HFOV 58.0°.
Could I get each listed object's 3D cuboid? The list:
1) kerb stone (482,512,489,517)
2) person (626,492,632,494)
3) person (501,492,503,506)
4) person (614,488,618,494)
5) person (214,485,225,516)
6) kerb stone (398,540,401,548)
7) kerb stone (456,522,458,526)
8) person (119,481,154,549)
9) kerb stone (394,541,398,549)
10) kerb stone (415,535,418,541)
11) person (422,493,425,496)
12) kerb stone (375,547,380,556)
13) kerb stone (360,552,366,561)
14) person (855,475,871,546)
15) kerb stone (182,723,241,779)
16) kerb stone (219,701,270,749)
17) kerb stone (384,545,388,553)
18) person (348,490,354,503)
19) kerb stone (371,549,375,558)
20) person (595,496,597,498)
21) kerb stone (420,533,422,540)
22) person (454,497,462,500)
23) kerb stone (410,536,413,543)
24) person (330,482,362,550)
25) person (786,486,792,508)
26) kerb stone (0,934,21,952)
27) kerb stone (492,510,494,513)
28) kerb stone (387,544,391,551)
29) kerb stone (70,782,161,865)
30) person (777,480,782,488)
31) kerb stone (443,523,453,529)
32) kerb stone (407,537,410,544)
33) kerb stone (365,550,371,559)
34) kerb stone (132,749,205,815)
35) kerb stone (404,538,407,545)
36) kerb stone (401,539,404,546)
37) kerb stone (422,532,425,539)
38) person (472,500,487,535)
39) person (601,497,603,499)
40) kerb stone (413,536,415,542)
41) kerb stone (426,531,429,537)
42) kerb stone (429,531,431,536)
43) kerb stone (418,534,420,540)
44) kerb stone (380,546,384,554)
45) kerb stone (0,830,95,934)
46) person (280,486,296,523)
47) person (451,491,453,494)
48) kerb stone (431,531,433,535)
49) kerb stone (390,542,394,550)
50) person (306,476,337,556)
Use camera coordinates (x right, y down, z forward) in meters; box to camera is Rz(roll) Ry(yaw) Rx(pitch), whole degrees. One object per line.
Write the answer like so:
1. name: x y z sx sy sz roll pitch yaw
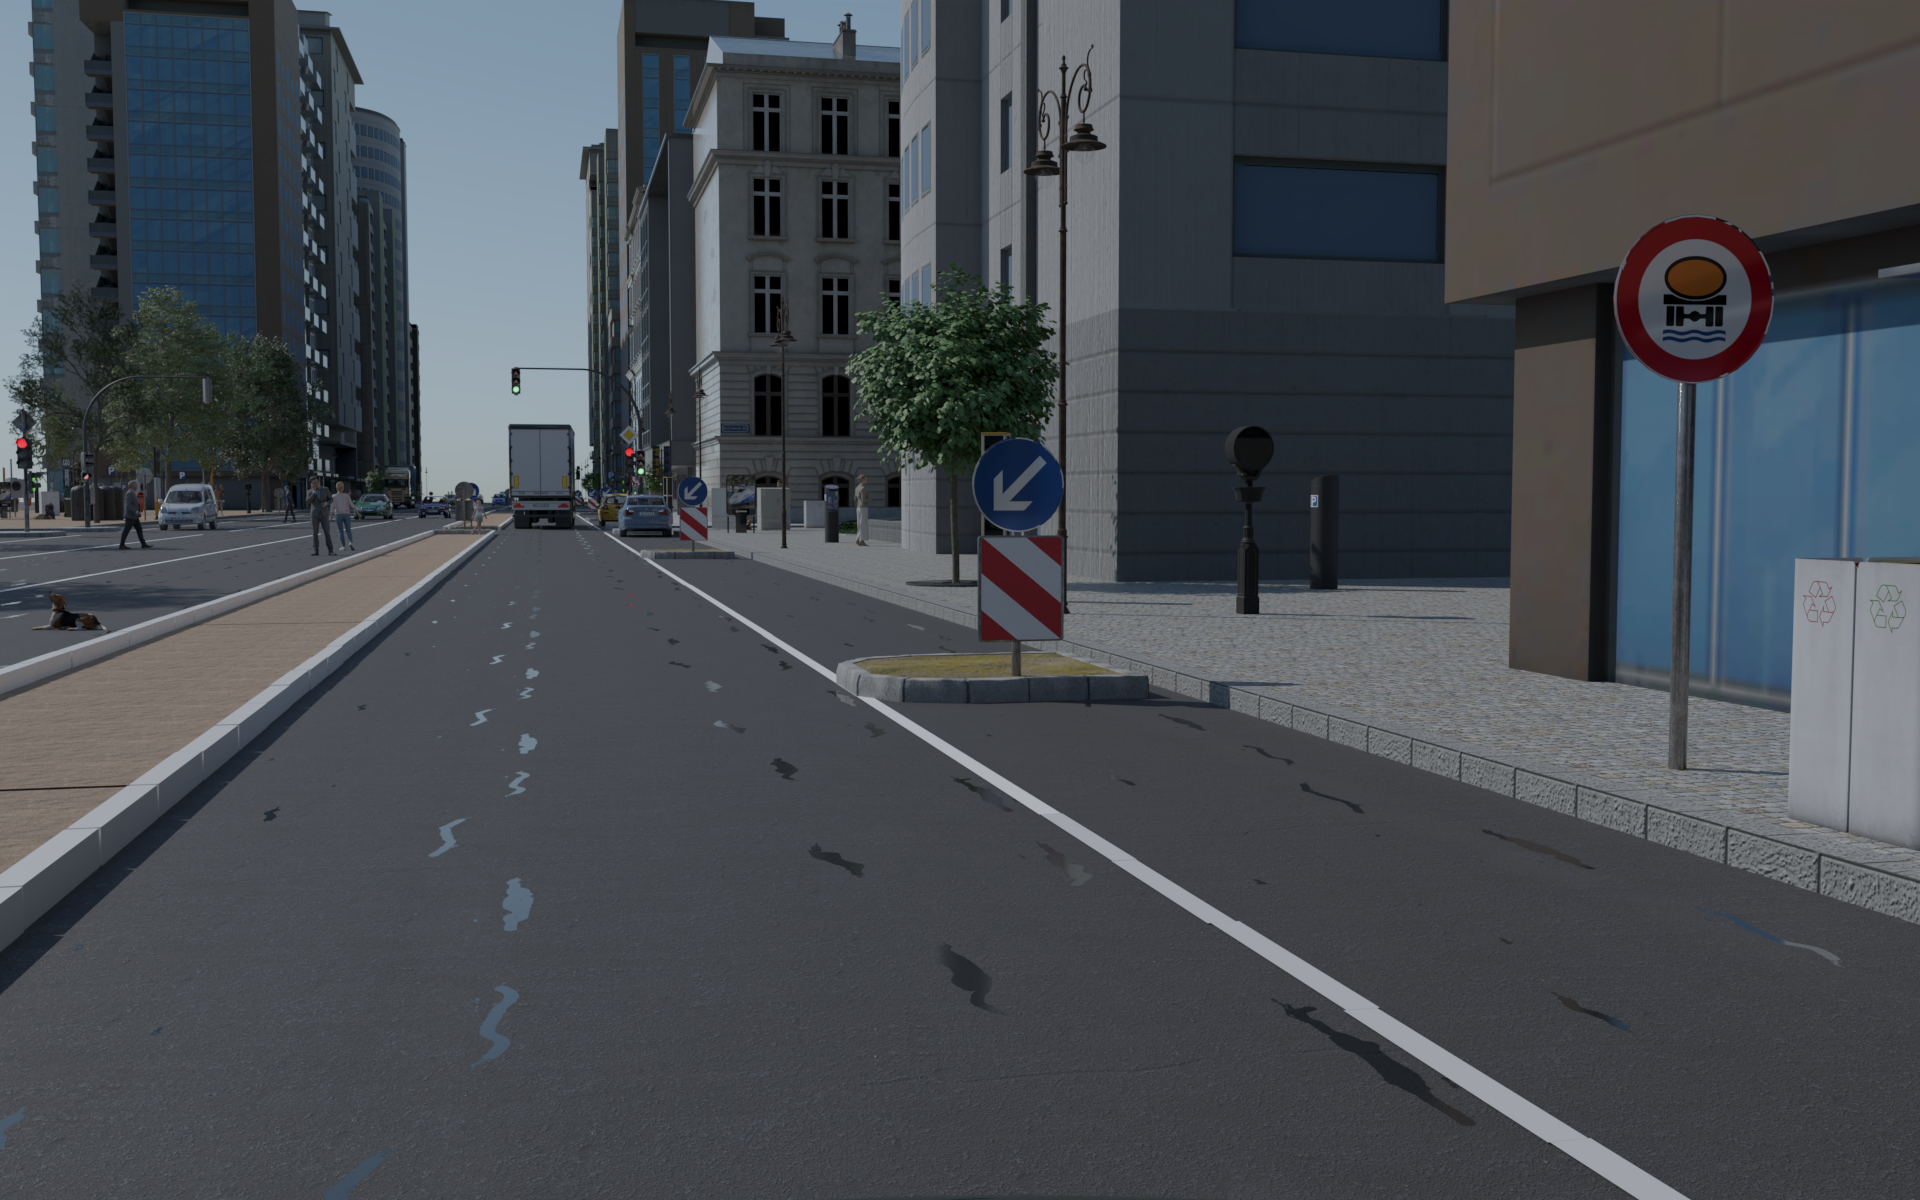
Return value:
1. kerb stone: -32.021 -5.785 116.877 0.120 0.150 1.000 -1 4 -13
2. person: -22.804 -6.925 119.445 0.466 1.800 0.511 -3 5 -42
3. person: -56.960 -12.567 215.437 0.415 1.643 0.593 -1 4 -10
4. person: -29.554 -8.695 148.076 0.599 1.838 0.709 1 4 13
5. person: -44.028 -5.934 103.040 0.573 1.828 0.580 2 4 31
6. kerb stone: -14.875 -1.428 45.567 0.120 0.150 1.000 -1 4 -13
7. kerb stone: -21.961 -3.230 75.012 0.120 0.150 1.000 -1 4 -13
8. person: -21.502 -2.219 45.172 0.834 1.777 0.661 -2 4 -25
9. kerb stone: -14.637 -1.369 44.572 0.120 0.150 1.000 -1 4 -13
10. kerb stone: -16.321 -1.791 51.571 0.120 0.150 1.000 -1 4 -13
11. person: -91.436 -17.611 293.615 1.348 1.869 0.705 -1 4 -16
12. kerb stone: -13.437 -1.064 39.598 0.120 0.150 1.000 -1 4 -13
13. kerb stone: -12.727 -0.882 36.612 0.120 0.150 1.000 -1 4 -13
14. person: -2.372 -2.213 42.781 0.362 1.759 0.519 -2 4 -26
15. kerb stone: -3.960 0.801 9.141 0.120 0.150 1.000 -1 4 -13
16. kerb stone: -4.201 0.738 10.147 0.120 0.150 1.000 -1 4 -13
17. kerb stone: -13.915 -1.185 41.586 0.120 0.150 1.000 -1 4 -13
18. person: -74.616 -12.563 212.173 1.217 1.743 0.721 -1 4 -11
19. kerb stone: -13.200 -1.004 38.603 0.120 0.150 1.000 -1 4 -13
20. person: -42.310 -11.761 201.557 0.599 1.433 0.991 -1 4 -14
21. kerb stone: -16.801 -1.918 53.558 0.120 0.150 1.000 -1 4 -13
22. person: -41.789 -8.384 145.513 1.348 1.831 0.705 -1 4 -20
23. kerb stone: -15.835 -1.675 49.577 0.120 0.150 1.000 -1 4 -13
24. person: -15.576 -2.131 44.018 0.731 1.740 0.598 -3 4 -39
25. person: -7.063 -3.737 69.996 0.661 1.777 0.834 3 4 36
26. kerb stone: -3.002 1.042 5.158 0.120 0.150 1.000 -1 4 -13
27. kerb stone: -34.419 -6.399 126.845 0.120 0.150 1.000 -1 4 -13
28. kerb stone: -14.164 -1.245 42.578 0.120 0.150 1.000 -1 4 -13
29. kerb stone: -3.484 0.921 7.145 0.120 0.150 1.000 -1 4 -13
30. person: -6.636 -3.492 63.321 0.511 1.800 0.466 1 4 20
31. kerb stone: -20.991 -2.985 71.018 0.120 0.150 1.000 -1 4 -13
32. kerb stone: -15.602 -1.613 48.569 0.120 0.150 1.000 -1 4 -13
33. kerb stone: -12.966 -0.942 37.606 0.120 0.150 1.000 -1 4 -13
34. kerb stone: -3.724 0.860 8.145 0.120 0.150 1.000 -1 4 -13
35. kerb stone: -15.359 -1.550 47.567 0.120 0.150 1.000 -1 4 -13
36. kerb stone: -15.118 -1.491 46.574 0.120 0.150 1.000 -1 4 -13
37. kerb stone: -17.032 -1.979 54.554 0.120 0.150 1.000 -1 4 -13
38. person: -16.835 -2.883 60.657 0.505 1.210 0.382 -3 5 -42
39. person: -34.297 -9.759 166.419 0.721 1.723 1.217 -2 4 -28
40. kerb stone: -16.079 -1.736 50.577 0.120 0.150 1.000 -1 4 -13
41. kerb stone: -17.513 -2.101 56.541 0.120 0.150 1.000 -1 4 -13
42. kerb stone: -17.755 -2.161 57.535 0.120 0.150 1.000 -1 4 -13
43. kerb stone: -16.560 -1.857 52.565 0.120 0.150 1.000 -1 4 -13
44. kerb stone: -13.678 -1.125 40.591 0.120 0.150 1.000 -1 4 -13
45. kerb stone: -3.247 0.981 6.151 0.120 0.150 1.000 -1 4 -13
46. person: -33.447 -4.765 86.185 0.755 1.850 0.659 -1 4 -13
47. person: -66.074 -13.263 225.360 0.705 1.823 1.348 1 4 15
48. kerb stone: -17.990 -2.222 58.533 0.120 0.150 1.000 -1 4 -13
49. kerb stone: -14.400 -1.307 43.572 0.120 0.150 1.000 -1 4 -13
50. person: -14.870 -1.958 40.321 0.655 1.846 0.447 -1 4 -22
